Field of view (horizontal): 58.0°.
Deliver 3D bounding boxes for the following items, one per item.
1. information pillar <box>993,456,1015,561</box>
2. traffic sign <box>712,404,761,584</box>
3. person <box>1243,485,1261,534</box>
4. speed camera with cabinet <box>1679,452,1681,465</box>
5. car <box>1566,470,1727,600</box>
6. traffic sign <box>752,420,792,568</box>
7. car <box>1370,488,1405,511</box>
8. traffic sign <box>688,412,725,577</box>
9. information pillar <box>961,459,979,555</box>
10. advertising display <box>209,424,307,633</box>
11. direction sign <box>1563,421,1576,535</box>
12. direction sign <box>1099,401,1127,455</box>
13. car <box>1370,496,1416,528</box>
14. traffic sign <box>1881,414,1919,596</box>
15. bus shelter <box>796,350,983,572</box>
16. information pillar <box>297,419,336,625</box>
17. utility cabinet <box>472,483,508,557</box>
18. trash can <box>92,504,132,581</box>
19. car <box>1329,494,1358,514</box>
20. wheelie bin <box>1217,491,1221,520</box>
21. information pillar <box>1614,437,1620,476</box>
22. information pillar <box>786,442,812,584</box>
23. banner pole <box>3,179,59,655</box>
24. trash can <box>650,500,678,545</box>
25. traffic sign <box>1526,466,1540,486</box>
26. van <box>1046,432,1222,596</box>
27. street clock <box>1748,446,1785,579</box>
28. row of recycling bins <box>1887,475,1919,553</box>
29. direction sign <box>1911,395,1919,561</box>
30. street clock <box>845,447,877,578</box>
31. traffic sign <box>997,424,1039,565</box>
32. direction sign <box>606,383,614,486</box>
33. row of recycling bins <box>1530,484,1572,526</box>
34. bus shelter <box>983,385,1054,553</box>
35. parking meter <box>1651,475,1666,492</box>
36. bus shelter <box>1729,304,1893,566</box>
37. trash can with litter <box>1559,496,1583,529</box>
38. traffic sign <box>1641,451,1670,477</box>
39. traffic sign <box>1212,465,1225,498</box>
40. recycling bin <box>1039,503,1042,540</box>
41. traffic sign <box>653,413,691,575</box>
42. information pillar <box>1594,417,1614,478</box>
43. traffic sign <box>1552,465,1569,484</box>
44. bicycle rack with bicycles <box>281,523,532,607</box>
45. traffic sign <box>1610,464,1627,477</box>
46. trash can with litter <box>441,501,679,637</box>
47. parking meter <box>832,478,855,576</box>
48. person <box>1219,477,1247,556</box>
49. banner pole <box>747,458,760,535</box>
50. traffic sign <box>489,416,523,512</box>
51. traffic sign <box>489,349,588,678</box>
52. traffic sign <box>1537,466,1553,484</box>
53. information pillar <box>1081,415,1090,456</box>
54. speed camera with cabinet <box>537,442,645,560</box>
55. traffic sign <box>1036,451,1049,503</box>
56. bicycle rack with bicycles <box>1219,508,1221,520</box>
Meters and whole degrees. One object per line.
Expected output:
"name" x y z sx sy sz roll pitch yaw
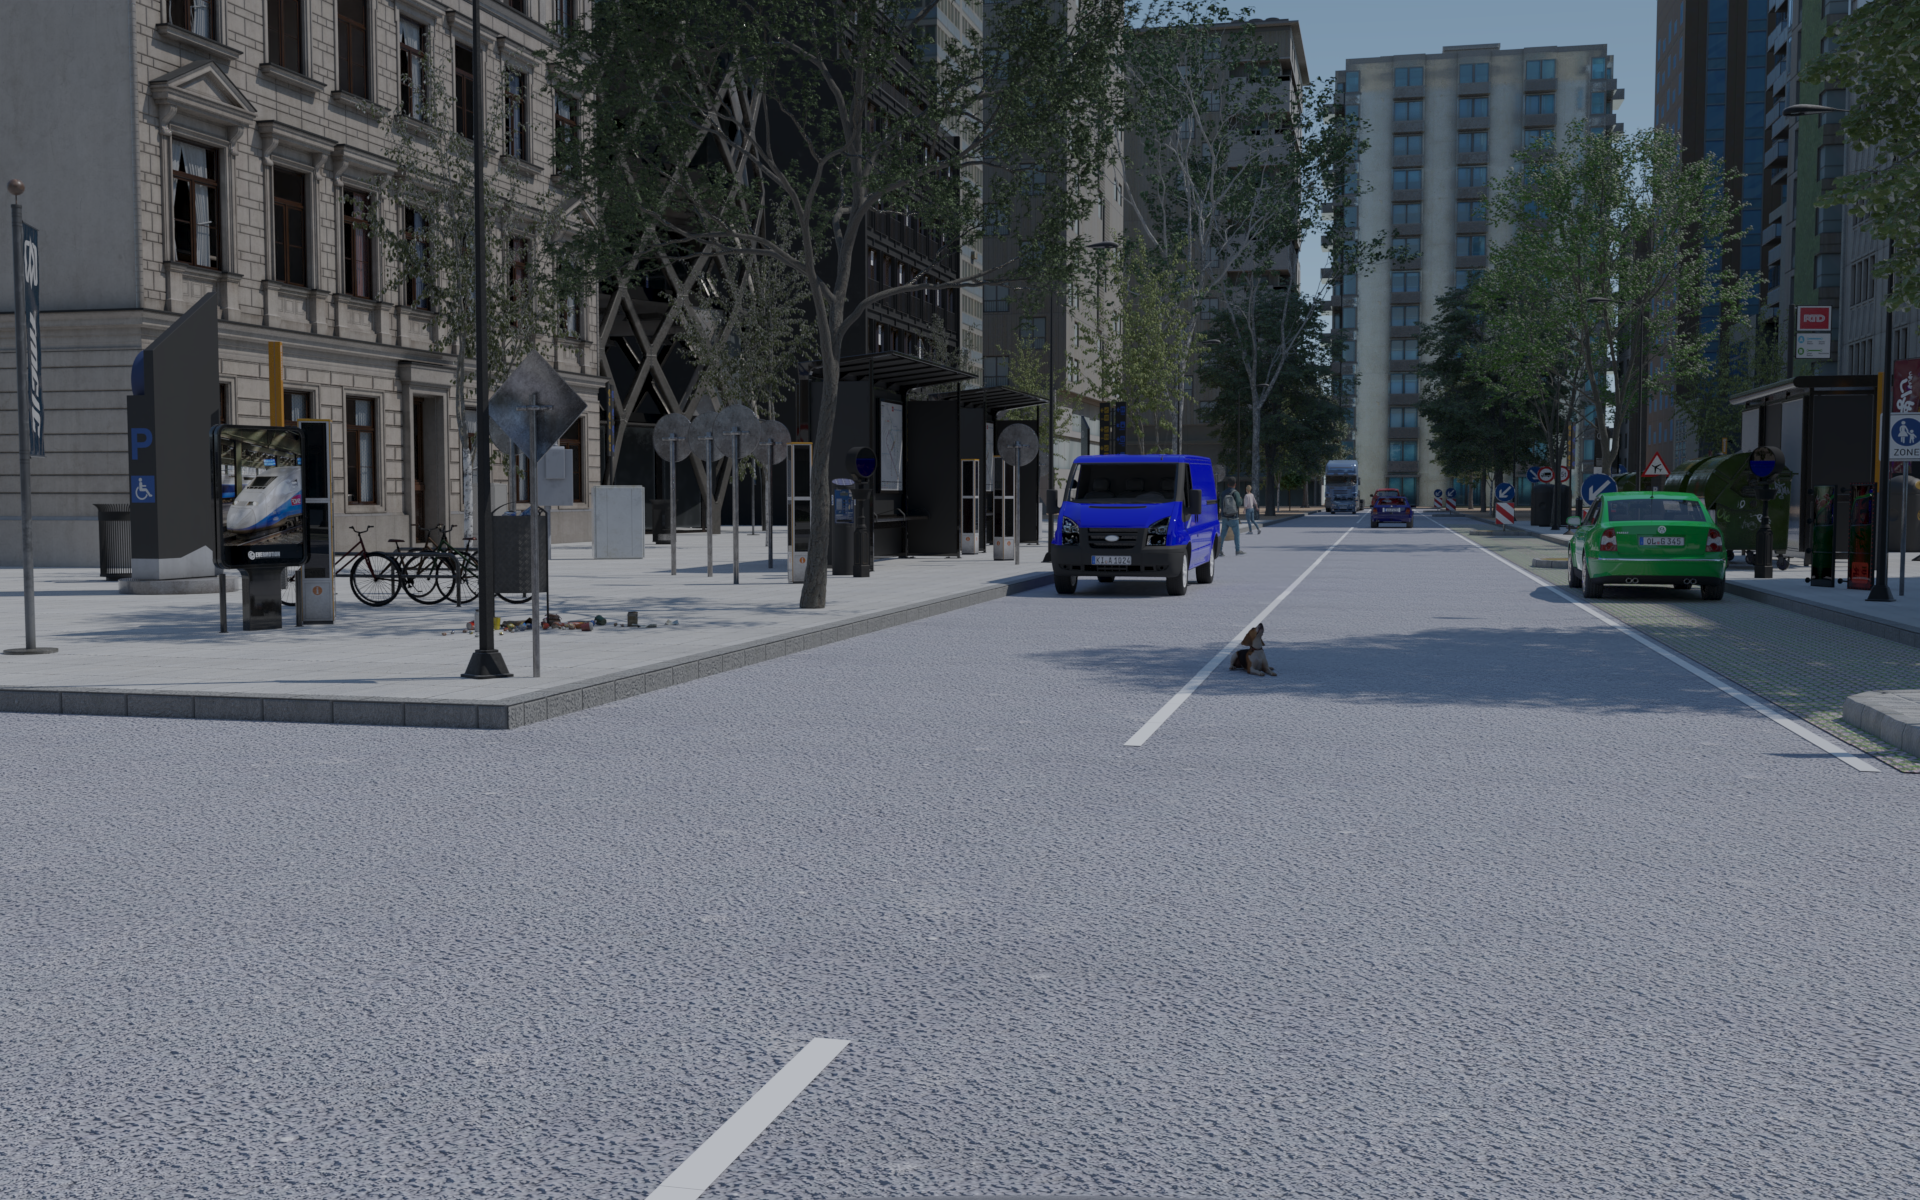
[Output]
"information pillar" 0.846 -1.763 33.309 0.304 2.012 0.304 -3 5 -40
"traffic sign" -3.195 -1.501 24.641 0.768 2.556 0.104 1 4 20
"person" 10.416 -3.196 61.434 0.598 1.740 0.731 2 4 33
"speed camera with cabinet" 32.894 -5.268 80.462 2.038 3.252 0.660 -1 4 -10
"car" 9.760 -0.979 24.797 1.959 1.807 4.718 1 4 15
"traffic sign" -3.273 -1.819 29.850 0.768 2.556 0.104 1 4 16
"car" 28.658 -6.577 116.212 2.281 1.827 5.304 1 4 14
"traffic sign" -3.873 -1.630 26.763 0.768 2.556 0.104 1 4 18
"information pillar" 0.212 -1.964 36.605 0.304 2.012 0.304 1 4 18
"advertising display" -6.599 -0.680 16.333 0.123 1.923 0.974 2 4 29
"direction sign" 19.150 -3.813 54.335 0.379 3.537 0.876 2 4 34
"direction sign" 3.765 -3.101 42.695 0.379 3.537 0.876 -3 5 -42
"car" 18.473 -3.755 73.968 1.945 1.354 3.894 1 4 15
"traffic sign" 11.884 -1.203 21.792 0.606 2.300 0.079 1 4 22
"bus shelter" -1.200 -2.465 31.584 1.731 3.624 6.357 1 4 14
"information pillar" -6.339 -0.770 17.076 0.304 2.012 0.304 -1 4 -16
"utility cabinet" -9.439 -1.593 34.723 0.318 1.500 1.173 -3 5 -39
"trash can" -12.444 -0.860 25.710 0.748 1.137 0.748 0 3 0
"car" 27.699 -6.912 125.008 2.014 1.417 4.499 1 4 14
"wheelie bin" 11.352 -4.299 78.198 0.693 1.594 0.980 -2 4 -27
"information pillar" 27.085 -4.907 71.582 0.183 3.616 0.504 0 4 -6
"information pillar" -2.295 -1.242 24.794 0.304 2.012 0.304 -1 4 -19
"banner pole" -7.561 -1.473 14.098 0.401 3.779 0.863 -1 4 -14
"trash can" -7.543 -1.989 44.170 0.748 1.137 0.748 0 3 0
"traffic sign" 26.467 -4.873 79.775 0.768 2.556 0.104 1 4 15
"van" 2.745 -1.344 26.367 2.240 2.365 5.245 1 4 15
"street clock" 12.255 -1.333 26.357 0.358 2.002 0.471 -2 4 -28
"row of recycling bins" 22.192 -1.911 38.352 3.534 1.692 1.069 0 3 0
"direction sign" 18.433 -2.511 33.054 0.379 3.537 0.876 -3 5 -39
"street clock" -1.520 -1.350 26.642 0.358 2.002 0.471 3 5 41
"traffic sign" 1.040 -1.914 31.406 0.768 2.556 0.104 1 4 15
"direction sign" -7.200 -2.676 35.746 0.379 3.537 0.876 0 4 -4
"row of recycling bins" 24.392 -3.924 71.277 1.069 1.692 3.534 2 4 35
"bus shelter" 0.787 -3.020 40.664 1.731 3.624 6.357 1 4 14
"parking meter" 20.973 -2.834 52.053 0.255 1.863 0.399 -1 4 -23
"bus shelter" 16.808 -3.483 34.579 2.179 5.291 8.768 1 4 14
"trash can with litter" 22.949 -3.230 63.865 1.678 1.210 2.233 1 4 21
"traffic sign" 21.244 -3.232 52.854 0.884 2.594 0.081 1 4 22
"traffic sign" 11.107 -4.586 75.083 0.768 2.556 0.104 1 4 16
"recycling bin" 1.876 -2.213 48.738 0.722 1.027 0.722 1 4 19
"traffic sign" -4.525 -1.663 27.300 0.768 2.556 0.104 1 4 22
"information pillar" 19.655 -3.777 53.104 0.504 3.616 0.183 -1 4 -10
"traffic sign" 26.630 -4.688 76.760 0.768 2.556 0.104 2 4 23
"bicycle rack with bicycles" -6.279 -0.438 20.546 2.925 0.926 2.852 1 4 11
"traffic sign" 28.157 -4.531 74.193 0.768 2.556 0.104 1 4 20
"trash can with litter" -3.780 -0.332 16.486 2.233 1.210 1.678 -1 4 -16
"parking meter" -1.840 -1.161 27.388 0.372 1.533 0.369 0 3 0
"person" 6.154 -1.900 39.552 0.713 1.824 0.794 -2 4 -26
"banner pole" -6.430 -3.916 54.041 0.401 3.779 0.863 0 4 2
"traffic sign" -5.821 -1.373 22.547 0.768 2.556 0.104 1 4 19
"traffic sign" -2.961 -0.515 12.062 0.795 2.450 0.064 1 4 14
"traffic sign" 26.876 -4.854 79.472 0.768 2.556 0.104 1 4 20
"information pillar" 3.709 -3.671 51.374 0.183 3.616 0.504 -1 4 -21
"speed camera with cabinet" -7.262 -2.426 34.002 2.038 3.252 0.660 -1 4 -17
"traffic sign" 2.335 -3.156 51.703 0.768 2.556 0.104 1 4 14
"bicycle rack with bicycles" 11.820 -4.253 82.912 2.852 0.926 2.925 -1 4 -11
